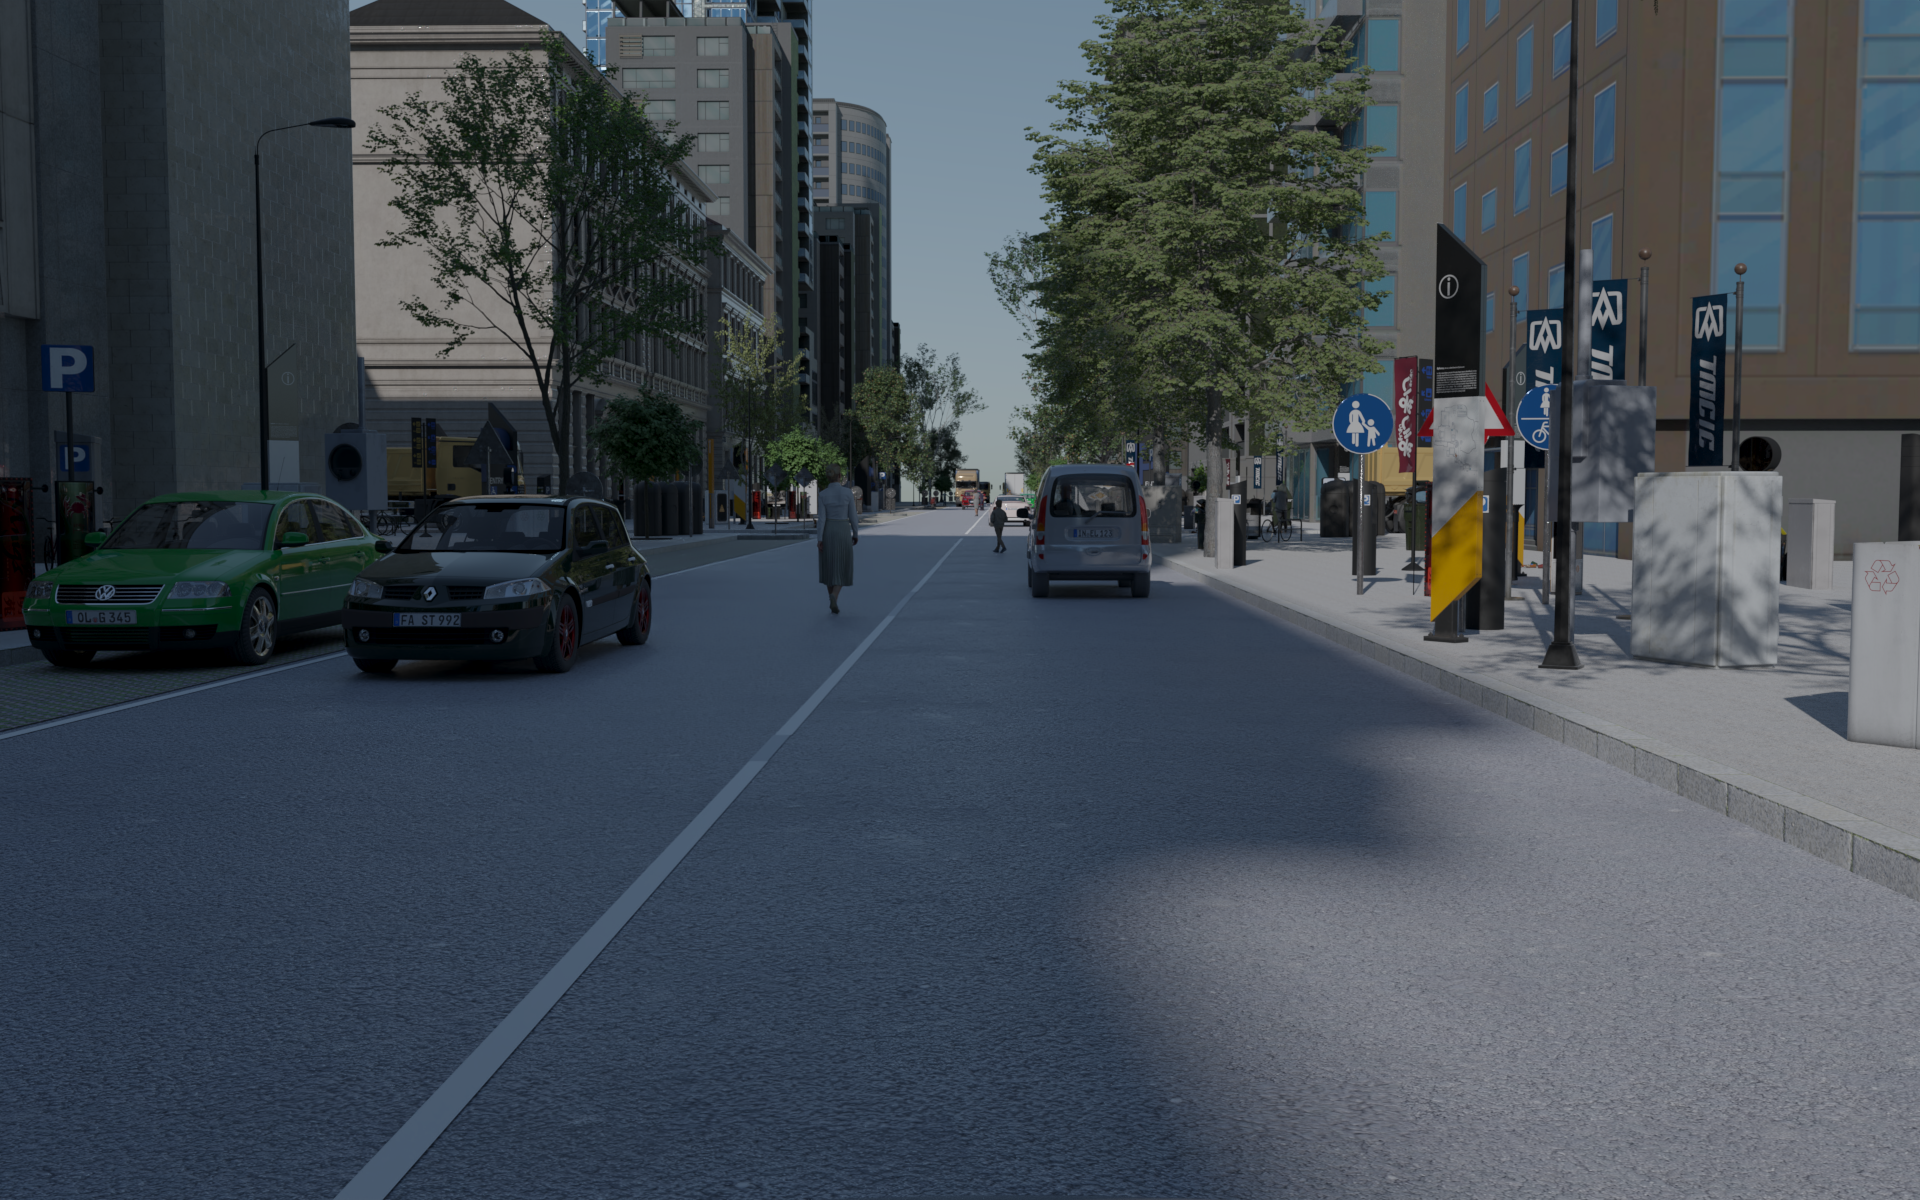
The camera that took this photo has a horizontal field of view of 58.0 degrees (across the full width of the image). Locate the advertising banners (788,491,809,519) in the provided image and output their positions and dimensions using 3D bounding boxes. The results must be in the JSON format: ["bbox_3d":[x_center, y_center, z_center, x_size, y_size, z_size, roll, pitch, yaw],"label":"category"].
[{"bbox_3d":[-8.532,-5.634,88.310,0.090,3.025,2.074,3,5,44],"label":"advertising banners"}]

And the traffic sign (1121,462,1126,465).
[{"bbox_3d":[5.171,-3.129,54.807,0.795,2.450,0.064,0,4,1],"label":"traffic sign"}]

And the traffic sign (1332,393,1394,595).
[{"bbox_3d":[5.096,-1.339,21.991,0.768,2.556,0.104,0,4,3],"label":"traffic sign"}]

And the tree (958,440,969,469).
[{"bbox_3d":[-3.036,-22.296,281.554,9.611,12.733,9.660,0,3,0],"label":"tree"}]

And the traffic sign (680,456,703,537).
[{"bbox_3d":[-7.994,-3.136,51.385,0.768,2.556,0.104,0,4,5],"label":"traffic sign"}]

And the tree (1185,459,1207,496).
[{"bbox_3d":[13.288,-6.220,96.299,1.663,3.219,1.824,0,3,0],"label":"tree"}]

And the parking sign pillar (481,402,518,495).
[{"bbox_3d":[-13.436,-3.795,50.526,1.447,3.967,1.447,3,5,43],"label":"parking sign pillar"}]

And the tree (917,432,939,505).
[{"bbox_3d":[-4.520,-14.999,195.598,4.737,8.622,4.395,0,3,0],"label":"tree"}]

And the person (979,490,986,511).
[{"bbox_3d":[1.990,-8.582,149.266,0.568,1.767,0.683,1,4,15],"label":"person"}]

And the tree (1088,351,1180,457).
[{"bbox_3d":[7.484,-7.576,74.222,4.360,8.622,3.978,0,3,0],"label":"tree"}]

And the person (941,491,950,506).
[{"bbox_3d":[-1.849,-12.448,212.112,1.350,1.814,0.705,2,4,31],"label":"person"}]

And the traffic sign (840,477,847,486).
[{"bbox_3d":[-7.051,-6.265,102.535,0.768,2.556,0.104,0,4,5],"label":"traffic sign"}]

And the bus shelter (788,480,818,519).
[{"bbox_3d":[-8.058,-5.995,91.934,2.014,3.302,5.546,0,4,1],"label":"bus shelter"}]

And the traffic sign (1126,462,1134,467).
[{"bbox_3d":[6.904,-4.248,69.565,0.768,2.556,0.104,0,4,7],"label":"traffic sign"}]

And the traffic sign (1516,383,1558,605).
[{"bbox_3d":[6.809,-1.220,20.060,0.768,2.556,0.104,0,4,7],"label":"traffic sign"}]

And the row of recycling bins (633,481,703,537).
[{"bbox_3d":[-9.014,-2.862,53.908,1.069,1.692,3.534,1,4,19],"label":"row of recycling bins"}]

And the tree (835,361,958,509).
[{"bbox_3d":[-6.615,-14.215,149.421,9.611,12.733,9.660,0,3,0],"label":"tree"}]

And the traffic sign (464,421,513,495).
[{"bbox_3d":[-8.365,-1.879,30.732,0.884,2.594,0.081,0,4,3],"label":"traffic sign"}]

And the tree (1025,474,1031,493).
[{"bbox_3d":[9.417,-11.074,164.770,4.285,4.588,4.351,0,3,0],"label":"tree"}]

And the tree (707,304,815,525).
[{"bbox_3d":[-8.186,-7.219,68.393,4.737,8.622,4.395,0,3,0],"label":"tree"}]

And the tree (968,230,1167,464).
[{"bbox_3d":[8.203,-15.557,110.251,12.611,20.169,13.585,0,3,0],"label":"tree"}]

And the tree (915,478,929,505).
[{"bbox_3d":[-4.447,-13.002,207.180,1.663,3.219,1.824,0,3,0],"label":"tree"}]

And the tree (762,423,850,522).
[{"bbox_3d":[-7.561,-5.875,79.771,4.285,4.588,4.351,0,3,0],"label":"tree"}]

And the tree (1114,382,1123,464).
[{"bbox_3d":[9.565,-8.879,95.530,4.737,8.622,4.395,0,3,0],"label":"tree"}]

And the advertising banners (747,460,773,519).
[{"bbox_3d":[-10.308,-5.613,87.955,2.074,3.025,0.090,1,4,22],"label":"advertising banners"}]

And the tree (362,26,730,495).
[{"bbox_3d":[-9.398,-6.998,40.169,9.928,11.665,9.643,0,3,0],"label":"tree"}]

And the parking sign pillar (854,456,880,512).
[{"bbox_3d":[-6.874,-8.193,122.431,1.447,3.967,1.447,3,5,42],"label":"parking sign pillar"}]

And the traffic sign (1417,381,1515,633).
[{"bbox_3d":[4.656,-0.978,15.995,0.884,2.594,0.081,0,4,5],"label":"traffic sign"}]

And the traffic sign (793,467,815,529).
[{"bbox_3d":[-5.672,-3.635,63.081,0.795,2.450,0.064,0,4,1],"label":"traffic sign"}]

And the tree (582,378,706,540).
[{"bbox_3d":[-8.914,-3.992,48.980,4.285,4.588,4.351,0,3,0],"label":"tree"}]

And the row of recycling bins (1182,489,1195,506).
[{"bbox_3d":[15.353,-7.165,124.255,3.534,1.692,1.069,-1,4,-15],"label":"row of recycling bins"}]

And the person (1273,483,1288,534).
[{"bbox_3d":[10.926,-3.085,59.115,0.537,1.800,0.526,0,4,-3],"label":"person"}]

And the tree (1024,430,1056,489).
[{"bbox_3d":[9.200,-14.479,187.099,4.737,8.622,4.395,0,3,0],"label":"tree"}]

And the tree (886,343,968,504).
[{"bbox_3d":[-3.657,-21.940,214.605,12.611,20.169,13.585,0,3,0],"label":"tree"}]

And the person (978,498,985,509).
[{"bbox_3d":[2.003,-9.553,165.635,0.756,1.711,0.436,1,4,20],"label":"person"}]

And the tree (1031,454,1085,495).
[{"bbox_3d":[7.961,-8.816,127.858,4.285,4.588,4.351,0,3,0],"label":"tree"}]

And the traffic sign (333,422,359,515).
[{"bbox_3d":[-10.825,-1.878,30.806,0.768,2.556,0.104,0,4,3],"label":"traffic sign"}]

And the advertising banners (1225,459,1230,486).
[{"bbox_3d":[13.669,-5.505,86.201,0.090,3.025,2.074,3,4,36],"label":"advertising banners"}]

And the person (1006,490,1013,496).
[{"bbox_3d":[4.492,-9.003,155.704,1.348,1.823,0.705,-2,4,-27],"label":"person"}]

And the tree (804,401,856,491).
[{"bbox_3d":[-10.334,-11.390,136.595,4.360,8.622,3.978,0,3,0],"label":"tree"}]

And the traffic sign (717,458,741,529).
[{"bbox_3d":[-8.386,-3.842,62.827,0.884,2.594,0.081,0,4,5],"label":"traffic sign"}]

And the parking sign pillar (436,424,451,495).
[{"bbox_3d":[-19.648,-4.725,65.718,1.447,3.967,1.447,-3,5,-42],"label":"parking sign pillar"}]

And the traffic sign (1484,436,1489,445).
[{"bbox_3d":[6.684,-1.411,23.178,0.768,2.556,0.104,0,4,6],"label":"traffic sign"}]

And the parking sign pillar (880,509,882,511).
[{"bbox_3d":[-6.497,-8.547,128.210,1.447,3.967,1.447,0,4,-7],"label":"parking sign pillar"}]

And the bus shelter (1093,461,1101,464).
[{"bbox_3d":[7.382,-6.521,100.546,2.014,3.302,5.546,0,4,2],"label":"bus shelter"}]

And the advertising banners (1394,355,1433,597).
[{"bbox_3d":[5.928,-1.542,21.407,0.090,3.025,2.074,-1,4,-19],"label":"advertising banners"}]

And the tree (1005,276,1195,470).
[{"bbox_3d":[7.273,-10.415,87.300,9.611,12.733,9.660,0,3,0],"label":"tree"}]

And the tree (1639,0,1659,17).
[{"bbox_3d":[5.007,-4.345,5.457,8.767,10.594,7.601,-2,4,-31],"label":"tree"}]

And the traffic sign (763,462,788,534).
[{"bbox_3d":[-5.869,-3.147,55.098,0.795,2.450,0.064,0,4,1],"label":"traffic sign"}]

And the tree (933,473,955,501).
[{"bbox_3d":[-2.357,-18.721,289.806,4.285,4.588,4.351,0,3,0],"label":"tree"}]

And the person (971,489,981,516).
[{"bbox_3d":[1.042,-6.292,111.738,0.716,1.782,0.532,-3,5,-40],"label":"person"}]

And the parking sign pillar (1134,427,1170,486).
[{"bbox_3d":[7.338,-4.763,66.340,1.447,3.967,1.447,2,4,26],"label":"parking sign pillar"}]

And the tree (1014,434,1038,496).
[{"bbox_3d":[11.998,-21.103,270.782,9.928,11.665,9.643,0,3,0],"label":"tree"}]

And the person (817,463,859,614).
[{"bbox_3d":[-1.486,-0.733,20.705,0.478,1.798,0.641,1,4,11],"label":"person"}]

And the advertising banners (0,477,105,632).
[{"bbox_3d":[-8.872,-1.225,16.212,0.090,3.025,2.074,1,4,19],"label":"advertising banners"}]

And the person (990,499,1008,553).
[{"bbox_3d":[0.937,-1.796,42.135,0.475,1.303,0.640,-3,4,-36],"label":"person"}]

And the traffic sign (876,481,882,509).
[{"bbox_3d":[-6.273,-7.998,132.898,0.606,2.300,0.079,0,4,6],"label":"traffic sign"}]

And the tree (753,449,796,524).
[{"bbox_3d":[-7.747,-4.853,73.950,1.663,3.219,1.824,0,3,0],"label":"tree"}]

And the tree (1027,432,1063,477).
[{"bbox_3d":[8.039,-12.834,160.201,4.360,8.622,3.978,0,3,0],"label":"tree"}]

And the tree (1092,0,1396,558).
[{"bbox_3d":[4.754,-7.148,35.002,7.486,12.596,7.792,0,3,0],"label":"tree"}]
